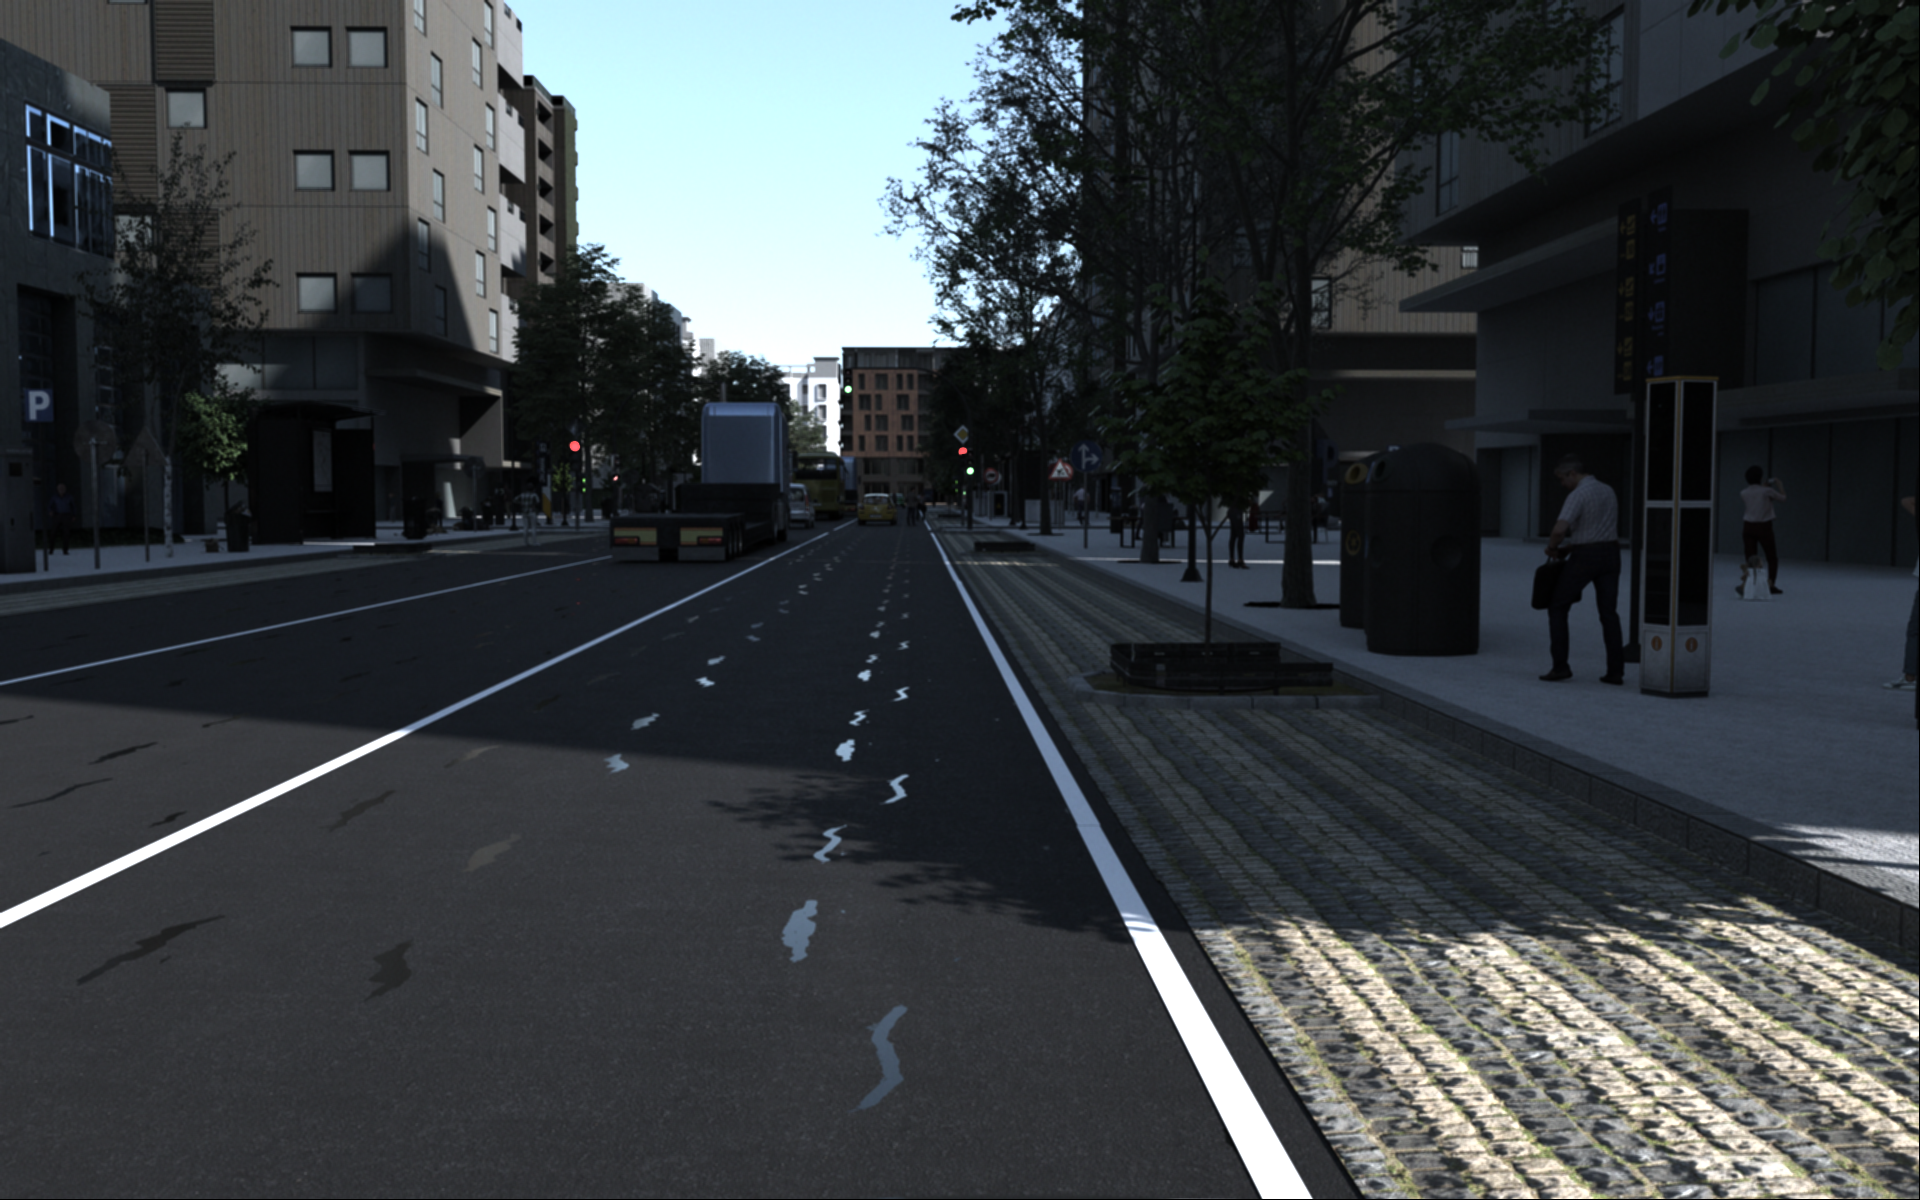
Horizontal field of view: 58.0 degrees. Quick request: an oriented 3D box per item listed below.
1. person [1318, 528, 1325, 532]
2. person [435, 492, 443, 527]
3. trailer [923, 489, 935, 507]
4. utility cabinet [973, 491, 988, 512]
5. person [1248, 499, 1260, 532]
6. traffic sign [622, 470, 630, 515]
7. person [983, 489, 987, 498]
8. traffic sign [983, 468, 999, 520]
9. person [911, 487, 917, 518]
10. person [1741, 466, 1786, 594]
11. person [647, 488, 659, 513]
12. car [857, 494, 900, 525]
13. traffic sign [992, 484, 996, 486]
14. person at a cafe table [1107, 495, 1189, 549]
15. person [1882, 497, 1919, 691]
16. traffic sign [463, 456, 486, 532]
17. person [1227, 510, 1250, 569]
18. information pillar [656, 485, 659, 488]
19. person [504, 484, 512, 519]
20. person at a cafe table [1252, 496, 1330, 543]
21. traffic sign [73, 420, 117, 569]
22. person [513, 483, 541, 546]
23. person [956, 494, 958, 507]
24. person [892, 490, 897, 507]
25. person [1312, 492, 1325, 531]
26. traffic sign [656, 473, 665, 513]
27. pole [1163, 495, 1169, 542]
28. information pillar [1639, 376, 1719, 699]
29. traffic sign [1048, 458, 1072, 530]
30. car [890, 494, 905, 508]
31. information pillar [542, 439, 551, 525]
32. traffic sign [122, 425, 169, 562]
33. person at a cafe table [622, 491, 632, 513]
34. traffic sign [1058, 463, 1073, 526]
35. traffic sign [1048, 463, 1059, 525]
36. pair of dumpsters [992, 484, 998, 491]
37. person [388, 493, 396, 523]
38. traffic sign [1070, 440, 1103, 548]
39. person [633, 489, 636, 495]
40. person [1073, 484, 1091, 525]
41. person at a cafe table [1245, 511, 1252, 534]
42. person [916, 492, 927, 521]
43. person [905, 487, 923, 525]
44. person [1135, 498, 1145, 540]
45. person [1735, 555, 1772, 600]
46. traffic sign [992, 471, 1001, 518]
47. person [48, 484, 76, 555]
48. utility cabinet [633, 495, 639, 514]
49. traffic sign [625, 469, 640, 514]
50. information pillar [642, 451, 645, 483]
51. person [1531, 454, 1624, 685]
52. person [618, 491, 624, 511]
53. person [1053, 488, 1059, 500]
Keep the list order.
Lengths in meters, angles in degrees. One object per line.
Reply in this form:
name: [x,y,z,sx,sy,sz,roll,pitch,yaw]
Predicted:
person: [12.220,-2.577,58.649,0.381,0.543,0.357,-1,4,-12]
person: [-20.189,-3.411,66.817,0.613,1.512,0.480,0,4,-8]
trailer: [-3.422,-11.079,188.188,1.471,1.999,3.904,0,4,-2]
utility cabinet: [1.431,-6.766,119.309,1.173,1.500,0.318,-3,5,-40]
person: [9.899,-3.049,58.362,0.387,1.526,0.523,1,4,15]
traffic sign: [-17.480,-5.592,91.528,0.768,2.556,0.104,0,4,0]
person: [1.504,-5.744,102.017,0.319,1.574,0.516,-3,4,-37]
traffic sign: [1.494,-5.133,84.037,0.768,2.556,0.104,0,4,3]
person: [-2.634,-5.735,102.131,0.599,1.838,0.709,0,4,-6]
person: [10.352,-0.909,22.362,0.566,1.644,0.517,0,4,-4]
person: [-14.781,-4.551,83.631,0.376,1.734,0.841,-3,4,-36]
car: [-3.829,-4.315,80.773,2.015,1.641,3.980,0,4,0]
traffic sign: [2.383,-7.305,119.546,0.768,2.556,0.104,0,4,4]
person at a cafe table: [4.595,-2.006,41.320,1.698,1.524,1.622,-1,4,-17]
person: [6.332,-0.083,11.302,0.435,1.345,0.340,-1,4,-15]
traffic sign: [-16.378,-3.568,58.444,0.768,2.556,0.104,0,4,1]
person: [4.846,-1.368,29.880,0.415,1.643,0.593,-3,5,-40]
information pillar: [-19.060,-6.376,108.743,0.304,2.012,0.304,0,4,-1]
person: [-22.894,-4.981,87.610,0.434,1.807,0.598,2,4,35]
person at a cafe table: [8.953,-2.115,45.439,1.726,1.238,1.698,-2,4,-33]
traffic sign: [-14.791,-1.805,29.623,0.768,2.556,0.104,0,4,3]
person: [-11.905,-2.365,47.886,0.841,1.734,0.376,2,4,25]
person: [-0.364,-10.098,171.866,0.721,1.735,1.217,0,4,4]
person: [-5.612,-8.628,150.098,0.617,1.759,0.750,-2,4,-32]
person: [12.412,-3.052,59.855,0.340,1.345,0.435,3,5,41]
traffic sign: [-18.633,-6.536,106.868,0.884,2.594,0.081,0,4,1]
pole: [5.541,-3.223,46.541,0.158,3.312,0.155,0,3,0]
information pillar: [4.548,-0.396,10.970,0.304,2.012,0.304,-1,4,-18]
traffic sign: [3.597,-3.813,62.354,0.884,2.594,0.081,0,4,3]
car: [-6.388,-10.080,173.610,1.959,1.807,4.718,0,4,-2]
information pillar: [-17.400,-4.989,72.926,0.183,3.616,0.504,2,4,25]
traffic sign: [-15.359,-1.998,32.670,0.884,2.594,0.081,0,4,1]
person at a cafe table: [-22.231,-6.627,116.863,1.698,1.524,1.622,0,4,2]
traffic sign: [4.193,-4.280,70.080,0.768,2.556,0.104,0,4,3]
traffic sign: [3.924,-4.331,70.925,0.768,2.556,0.104,0,4,1]
pair of dumpsters: [2.741,-6.322,105.859,1.574,2.255,4.437,0,4,-2]
person: [-25.172,-4.082,76.688,0.340,1.345,0.435,-1,4,-13]
traffic sign: [2.971,-2.491,40.838,0.768,2.556,0.104,0,4,-1]
person: [-22.805,-7.074,122.150,0.568,1.767,0.683,2,4,23]
person: [5.048,-3.923,71.130,0.756,1.711,0.436,3,5,40]
person at a cafe table: [10.123,-2.751,55.833,1.726,1.238,1.698,2,4,35]
person: [-2.057,-5.043,93.165,0.614,1.554,0.590,-3,4,-36]
person: [-2.097,-4.286,79.106,0.617,1.759,0.750,3,4,38]
person: [5.153,-2.516,48.096,0.530,1.710,0.541,-1,4,-10]
person: [9.624,-0.271,20.953,0.381,0.543,0.357,0,4,3]
traffic sign: [1.802,-5.586,91.435,0.768,2.556,0.104,0,4,-1]
person: [-19.041,-1.702,36.560,0.574,1.496,0.600,0,4,-4]
utility cabinet: [-17.734,-5.239,96.824,1.020,1.237,0.306,1,4,10]
traffic sign: [-16.623,-5.369,87.882,0.768,2.556,0.104,0,4,1]
information pillar: [-17.407,-6.356,95.271,0.183,3.616,0.504,-1,4,-18]
person: [4.203,-0.215,11.765,0.614,1.554,0.590,-2,4,-35]
person: [-25.999,-7.718,132.366,0.598,1.807,0.434,-2,4,-25]
person: [7.194,-7.364,127.149,0.576,1.737,0.504,-3,5,-43]
